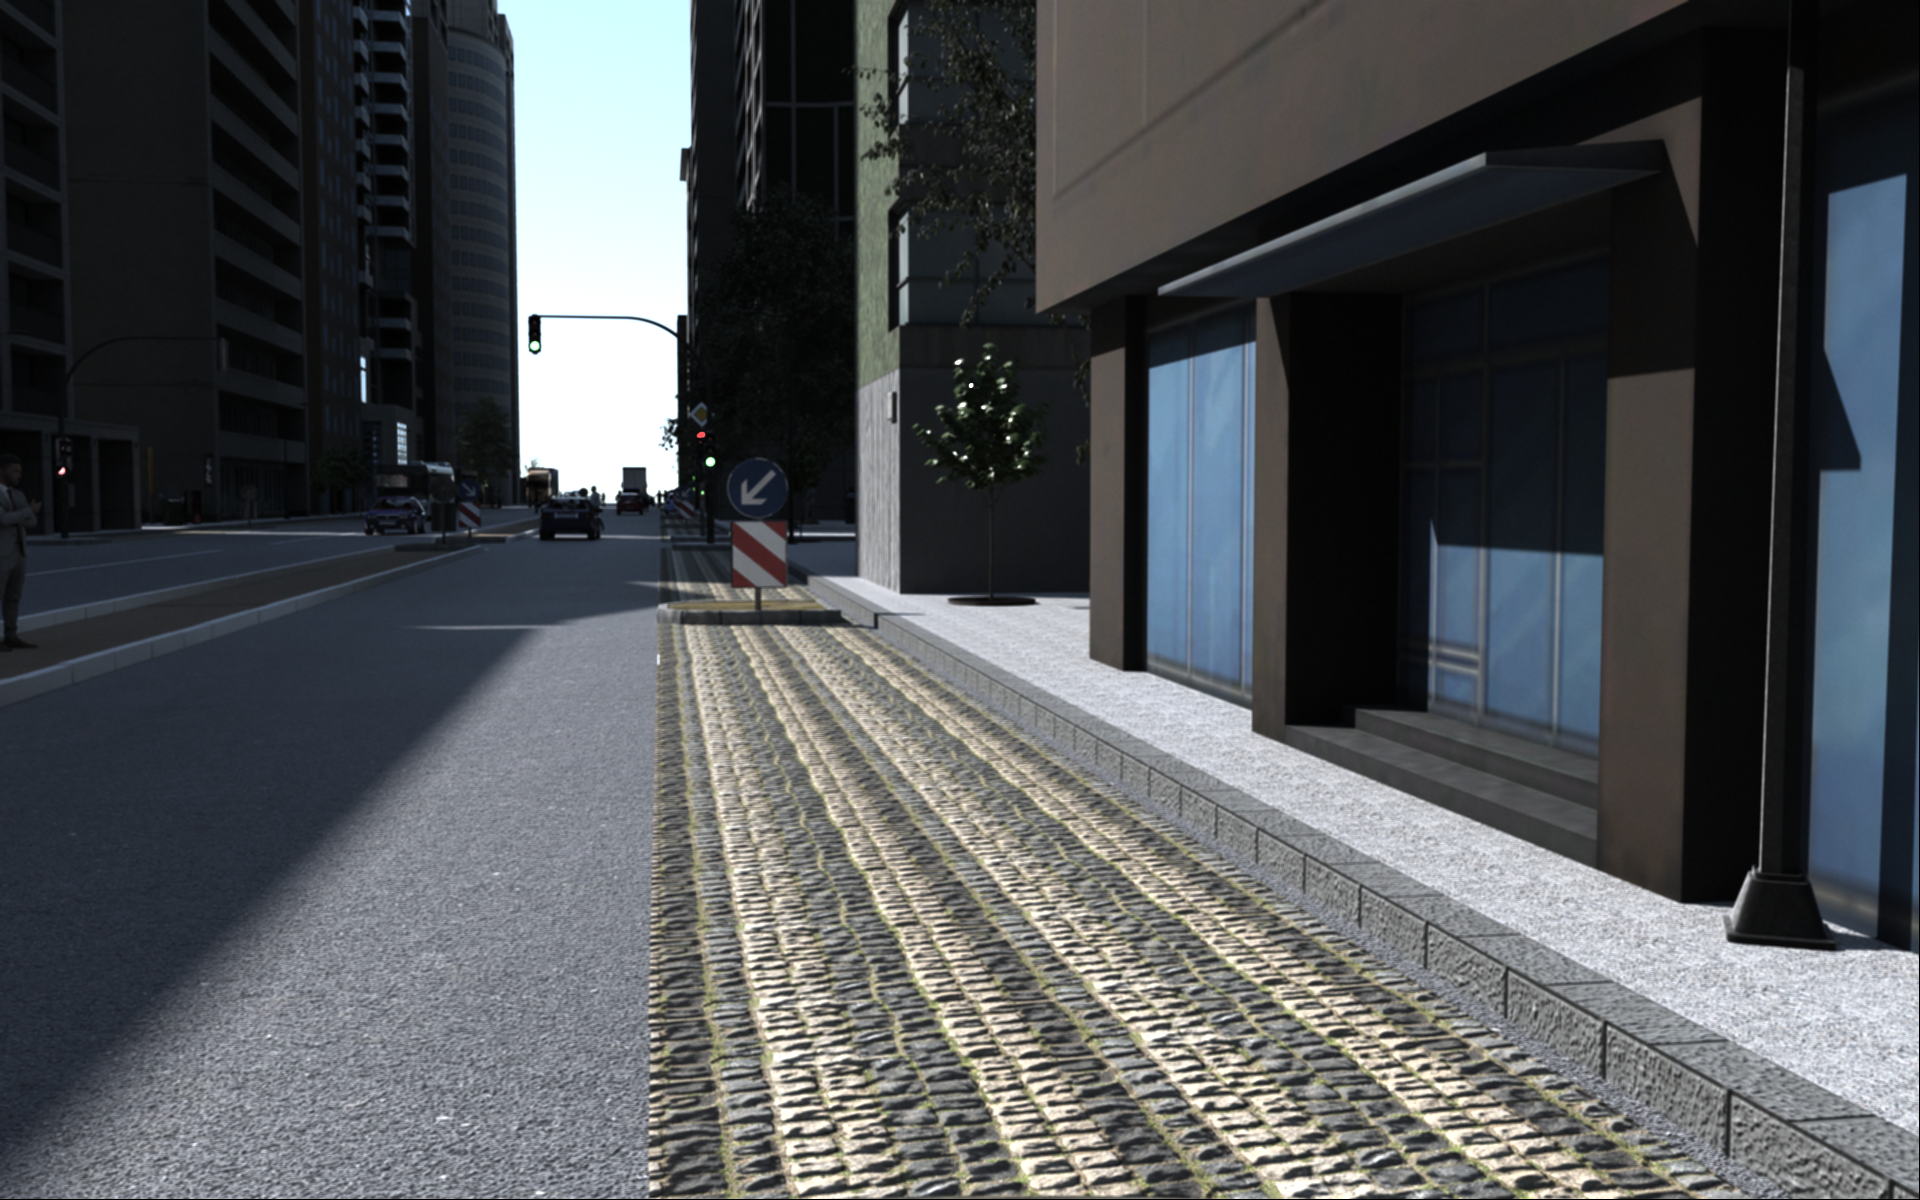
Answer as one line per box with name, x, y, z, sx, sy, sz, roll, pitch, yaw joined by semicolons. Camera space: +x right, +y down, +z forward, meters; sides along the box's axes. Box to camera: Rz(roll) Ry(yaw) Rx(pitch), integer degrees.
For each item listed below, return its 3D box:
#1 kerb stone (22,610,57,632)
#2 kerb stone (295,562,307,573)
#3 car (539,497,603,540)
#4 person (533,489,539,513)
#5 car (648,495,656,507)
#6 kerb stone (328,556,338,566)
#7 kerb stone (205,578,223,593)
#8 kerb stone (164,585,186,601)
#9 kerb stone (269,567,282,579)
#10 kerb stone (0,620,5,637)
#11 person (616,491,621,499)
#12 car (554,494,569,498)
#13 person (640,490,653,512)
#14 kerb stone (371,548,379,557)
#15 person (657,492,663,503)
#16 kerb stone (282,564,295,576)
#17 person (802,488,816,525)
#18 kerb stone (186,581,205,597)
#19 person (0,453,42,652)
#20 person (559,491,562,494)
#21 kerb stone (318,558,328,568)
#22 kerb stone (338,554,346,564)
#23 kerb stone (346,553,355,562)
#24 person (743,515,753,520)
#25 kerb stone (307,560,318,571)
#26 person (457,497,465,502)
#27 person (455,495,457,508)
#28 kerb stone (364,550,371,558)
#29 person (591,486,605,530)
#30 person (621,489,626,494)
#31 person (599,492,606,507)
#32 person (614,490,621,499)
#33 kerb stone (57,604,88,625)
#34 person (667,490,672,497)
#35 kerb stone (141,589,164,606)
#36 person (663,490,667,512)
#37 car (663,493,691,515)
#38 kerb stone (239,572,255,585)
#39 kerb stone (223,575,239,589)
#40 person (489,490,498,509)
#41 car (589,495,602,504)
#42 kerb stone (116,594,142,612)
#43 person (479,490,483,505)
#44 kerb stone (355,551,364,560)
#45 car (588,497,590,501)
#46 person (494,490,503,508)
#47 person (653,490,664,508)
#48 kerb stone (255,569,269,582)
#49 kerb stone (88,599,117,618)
kerb stone;-9.793;0.241;18.281;0.120;0.150;1.000;-1;4;-10
kerb stone;-12.064;-0.564;31.419;0.120;0.150;1.000;-1;4;-10
car;-12.365;-2.595;55.016;1.945;1.354;3.894;-1;4;-9
person;-31.357;-7.308;127.990;0.705;1.822;1.348;0;4;-8
car;-36.032;-11.437;199.569;1.945;1.354;3.894;0;4;-8
kerb stone;-12.586;-0.749;34.441;0.120;0.150;1.000;-1;4;-10
kerb stone;-11.015;-0.193;25.350;0.120;0.150;1.000;-1;4;-10
kerb stone;-10.669;-0.070;23.333;0.120;0.150;1.000;-1;4;-10
kerb stone;-11.716;-0.440;29.397;0.120;0.150;1.000;-1;4;-10
kerb stone;-9.613;0.301;17.274;0.120;0.150;1.000;-1;4;-10
person;-30.781;-9.060;157.343;1.217;1.735;0.721;2;4;29
car;-40.247;-9.973;175.057;2.014;1.417;4.499;-1;4;-9
person;-25.109;-7.904;138.463;1.217;1.736;0.721;-1;4;-19
kerb stone;-13.452;-1.058;39.496;0.120;0.150;1.000;-1;4;-10
person;-32.930;-11.017;189.313;1.217;1.739;0.721;-3;4;-36
kerb stone;-11.893;-0.502;30.406;0.120;0.150;1.000;-1;4;-10
person;-6.308;-4.013;71.926;0.573;1.790;0.520;1;4;9
kerb stone;-10.846;-0.131;24.342;0.120;0.150;1.000;-1;4;-10
person;-8.646;-0.436;15.810;0.466;1.800;0.511;0;4;-5
person;-45.672;-11.593;198.030;1.348;1.826;0.705;1;4;17
kerb stone;-12.413;-0.687;33.433;0.120;0.150;1.000;-1;4;-10
kerb stone;-12.765;-0.810;35.455;0.120;0.150;1.000;-1;4;-10
kerb stone;-12.935;-0.873;36.462;0.120;0.150;1.000;-1;4;-10
person;-8.852;-4.052;72.779;0.515;1.767;0.782;2;4;26
kerb stone;-12.235;-0.626;32.427;0.120;0.150;1.000;-1;4;-10
person;-37.611;-7.433;130.762;0.721;1.736;1.217;-3;5;-44
person;-46.798;-9.363;159.933;0.445;1.727;0.742;1;4;20
kerb stone;-13.281;-0.994;38.478;0.120;0.150;1.000;-1;4;-10
person;-14.481;-3.653;68.706;0.515;1.767;0.782;-3;5;-42
person;-28.807;-8.595;148.902;0.709;1.838;0.599;-3;5;-45
person;-39.772;-11.220;192.744;0.445;1.727;0.742;3;4;37
person;-29.769;-8.684;151.010;0.617;1.759;0.750;2;4;23
kerb stone;-9.971;0.178;19.287;0.120;0.150;1.000;-1;4;-10
person;-23.591;-8.074;141.200;1.217;1.739;0.721;1;4;22
kerb stone;-10.495;-0.008;22.325;0.120;0.150;1.000;-1;4;-10
person;-22.576;-7.600;133.282;0.721;1.766;1.217;0;4;2
car;-19.574;-6.748;119.920;1.945;1.707;3.694;-1;4;-10
kerb stone;-11.361;-0.315;27.369;0.120;0.150;1.000;-1;4;-10
kerb stone;-11.196;-0.254;26.356;0.120;0.150;1.000;-1;4;-10
person;-45.004;-9.688;166.906;1.348;1.824;0.705;3;5;42
car;-54.157;-14.946;256.733;2.083;1.381;4.827;-1;4;-11
kerb stone;-10.309;0.054;21.310;0.120;0.150;1.000;-1;4;-10
person;-54.583;-11.693;197.155;0.705;1.831;1.348;1;4;13
kerb stone;-13.108;-0.934;37.470;0.120;0.150;1.000;-1;4;-10
car;-47.308;-12.729;216.916;1.959;1.807;4.718;-1;4;-12
person;-45.923;-10.034;172.536;0.705;1.826;1.348;2;4;26
person;-30.085;-10.106;173.357;1.348;1.869;0.705;0;4;-4
kerb stone;-11.544;-0.378;28.374;0.120;0.150;1.000;-1;4;-10
kerb stone;-10.136;0.116;20.296;0.120;0.150;1.000;-1;4;-10
